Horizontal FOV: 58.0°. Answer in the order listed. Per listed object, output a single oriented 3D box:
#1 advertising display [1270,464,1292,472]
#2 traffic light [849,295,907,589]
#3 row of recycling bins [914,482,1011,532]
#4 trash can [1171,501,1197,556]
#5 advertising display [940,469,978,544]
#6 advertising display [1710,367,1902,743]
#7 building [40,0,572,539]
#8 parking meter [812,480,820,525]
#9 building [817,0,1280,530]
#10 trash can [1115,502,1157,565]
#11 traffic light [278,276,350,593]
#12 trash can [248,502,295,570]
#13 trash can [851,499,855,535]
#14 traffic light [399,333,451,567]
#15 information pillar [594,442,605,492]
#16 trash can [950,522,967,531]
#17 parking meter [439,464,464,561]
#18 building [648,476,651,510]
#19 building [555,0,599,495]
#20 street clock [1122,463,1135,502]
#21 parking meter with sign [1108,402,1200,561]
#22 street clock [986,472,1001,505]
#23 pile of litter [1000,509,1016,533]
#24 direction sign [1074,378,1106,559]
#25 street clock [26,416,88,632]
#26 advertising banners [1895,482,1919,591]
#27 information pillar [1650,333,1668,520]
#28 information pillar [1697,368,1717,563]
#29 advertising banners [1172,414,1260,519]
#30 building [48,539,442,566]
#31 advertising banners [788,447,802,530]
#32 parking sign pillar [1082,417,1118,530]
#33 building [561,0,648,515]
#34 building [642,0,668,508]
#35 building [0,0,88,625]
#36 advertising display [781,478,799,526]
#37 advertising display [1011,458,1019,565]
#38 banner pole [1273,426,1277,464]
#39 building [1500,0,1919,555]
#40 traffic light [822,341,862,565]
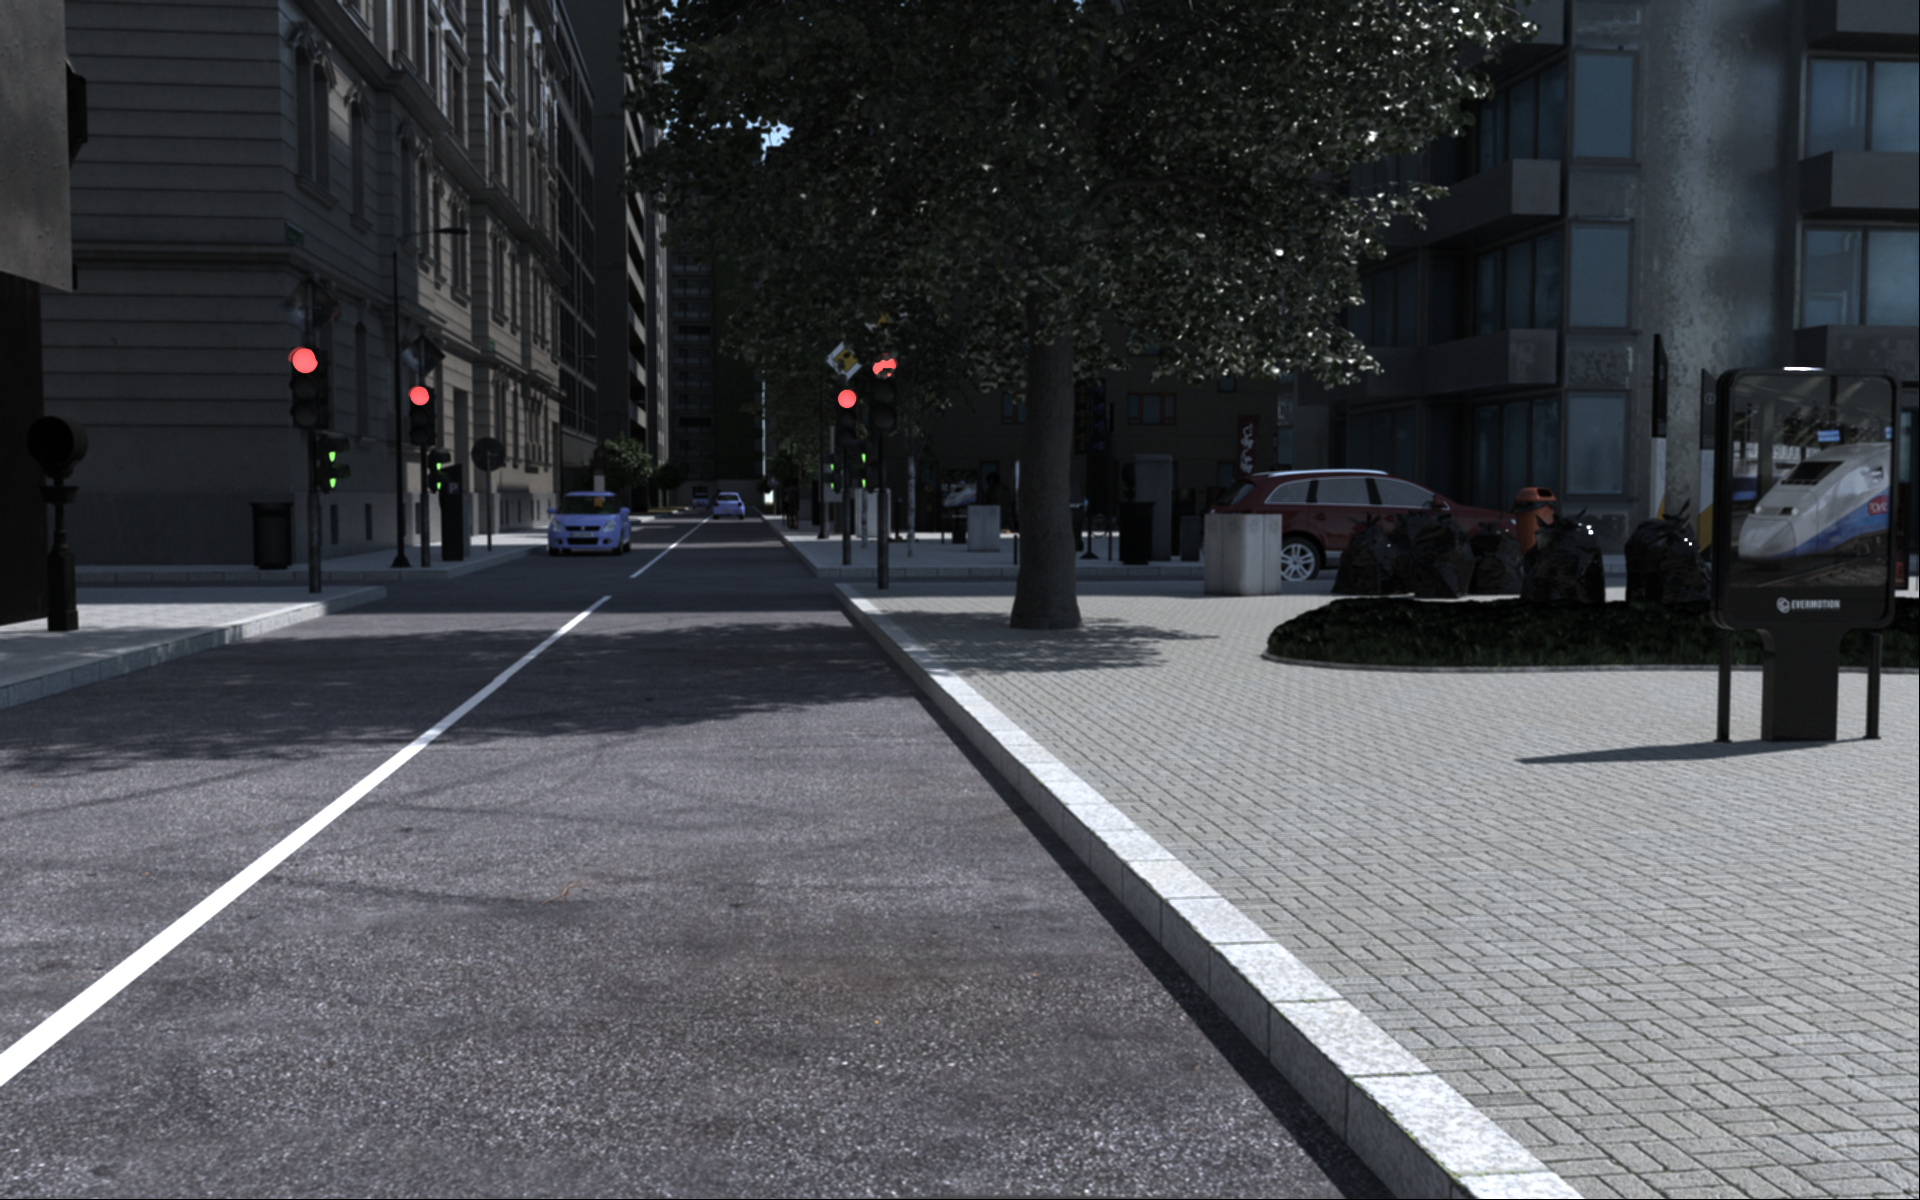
[{"bbox_3d":[6.887,-1.958,37.233,0.123,1.923,0.974,2,4,32],"label":"advertising display"},{"bbox_3d":[-1.062,-2.105,23.334,0.839,4.253,0.868,0,4,-7],"label":"traffic light"},{"bbox_3d":[-0.017,-3.168,58.904,3.534,1.692,1.069,-1,4,-13],"label":"row of recycling bins"},{"bbox_3d":[4.549,-1.494,36.075,0.748,1.137,0.748,0,3,0],"label":"trash can"},{"bbox_3d":[-0.018,-2.414,44.689,0.974,1.923,0.123,0,4,4],"label":"advertising display"},{"bbox_3d":[4.375,-0.230,8.978,0.974,1.923,0.123,-1,4,-9],"label":"advertising display"},{"bbox_3d":[-22.293,-16.929,64.186,14.401,28.519,23.554,0,4,-7],"label":"building"},{"bbox_3d":[-5.909,-3.998,71.071,0.255,1.863,0.399,1,4,9],"label":"parking meter"},{"bbox_3d":[8.040,-14.228,77.670,27.650,21.520,28.899,0,4,-7],"label":"building"},{"bbox_3d":[3.192,-1.210,31.436,0.748,1.137,0.748,0,3,0],"label":"trash can"},{"bbox_3d":[-8.362,-2.047,22.393,0.839,4.253,0.868,0,4,-7],"label":"traffic light"},{"bbox_3d":[-11.697,-1.089,29.459,0.748,1.137,0.748,0,3,0],"label":"trash can"},{"bbox_3d":[-3.246,-2.629,54.631,0.748,1.137,0.748,0,3,0],"label":"trash can"},{"bbox_3d":[-9.370,-2.532,30.314,0.839,4.253,0.868,0,4,-7],"label":"traffic light"},{"bbox_3d":[-16.040,-5.245,77.106,0.504,3.616,0.183,0,4,0],"label":"information pillar"},{"bbox_3d":[-0.038,-2.818,57.721,0.748,1.137,0.748,0,3,0],"label":"trash can"},{"bbox_3d":[-9.756,-1.681,33.200,0.399,1.863,0.255,-2,4,-33],"label":"parking meter"},{"bbox_3d":[-41.187,-27.155,135.872,32.217,40.220,23.993,0,4,-7],"label":"building"},{"bbox_3d":[-26.559,-18.011,87.988,14.314,27.812,24.014,0,4,-7],"label":"building"},{"bbox_3d":[3.935,-2.166,39.987,0.358,2.002,0.471,2,4,34],"label":"street clock"},{"bbox_3d":[3.703,-2.251,33.071,1.738,3.016,0.543,0,4,2],"label":"parking meter with sign"},{"bbox_3d":[1.069,-3.131,55.764,0.471,2.002,0.358,0,4,-1],"label":"street clock"},{"bbox_3d":[1.930,-2.629,56.956,1.719,0.858,1.176,-1,4,-10],"label":"pile of litter"},{"bbox_3d":[2.567,-2.584,34.238,0.379,3.537,0.876,-3,4,-39],"label":"direction sign"},{"bbox_3d":[-8.419,-0.711,16.199,0.471,2.002,0.358,0,4,5],"label":"street clock"},{"bbox_3d":[12.668,-1.659,23.320,0.090,3.025,2.074,0,4,2],"label":"advertising banners"},{"bbox_3d":[10.292,-2.090,25.531,0.183,3.616,0.504,3,4,37],"label":"information pillar"},{"bbox_3d":[14.048,-2.509,32.373,0.504,3.616,0.183,0,4,-4],"label":"information pillar"},{"bbox_3d":[5.710,-2.599,38.676,2.074,3.025,0.090,2,4,32],"label":"advertising banners"},{"bbox_3d":[-19.625,-15.501,40.825,14.401,28.519,23.554,0,4,-7],"label":"building"},{"bbox_3d":[-5.942,-4.056,62.500,0.090,3.025,2.074,-1,4,-18],"label":"advertising banners"},{"bbox_3d":[5.032,-4.476,61.662,1.447,3.967,1.447,-2,4,-29],"label":"parking sign pillar"},{"bbox_3d":[-32.059,-29.952,113.419,21.300,48.544,21.600,0,4,-7],"label":"building"},{"bbox_3d":[-39.076,-44.511,166.003,20.611,71.187,20.563,0,4,-7],"label":"building"},{"bbox_3d":[-17.116,-8.799,11.320,16.811,18.784,16.820,0,4,-7],"label":"building"},{"bbox_3d":[-6.903,-3.986,70.377,0.123,1.923,0.974,2,4,34],"label":"advertising display"},{"bbox_3d":[1.391,-1.611,31.547,0.974,1.923,0.123,-2,4,-25],"label":"advertising display"},{"bbox_3d":[11.529,-4.479,63.242,0.401,3.779,0.863,2,4,24],"label":"banner pole"},{"bbox_3d":[24.018,-26.067,45.811,30.456,49.044,23.786,0,4,-7],"label":"building"},{"bbox_3d":[-2.069,-2.589,31.256,0.839,4.253,0.868,0,4,-7],"label":"traffic light"}]
